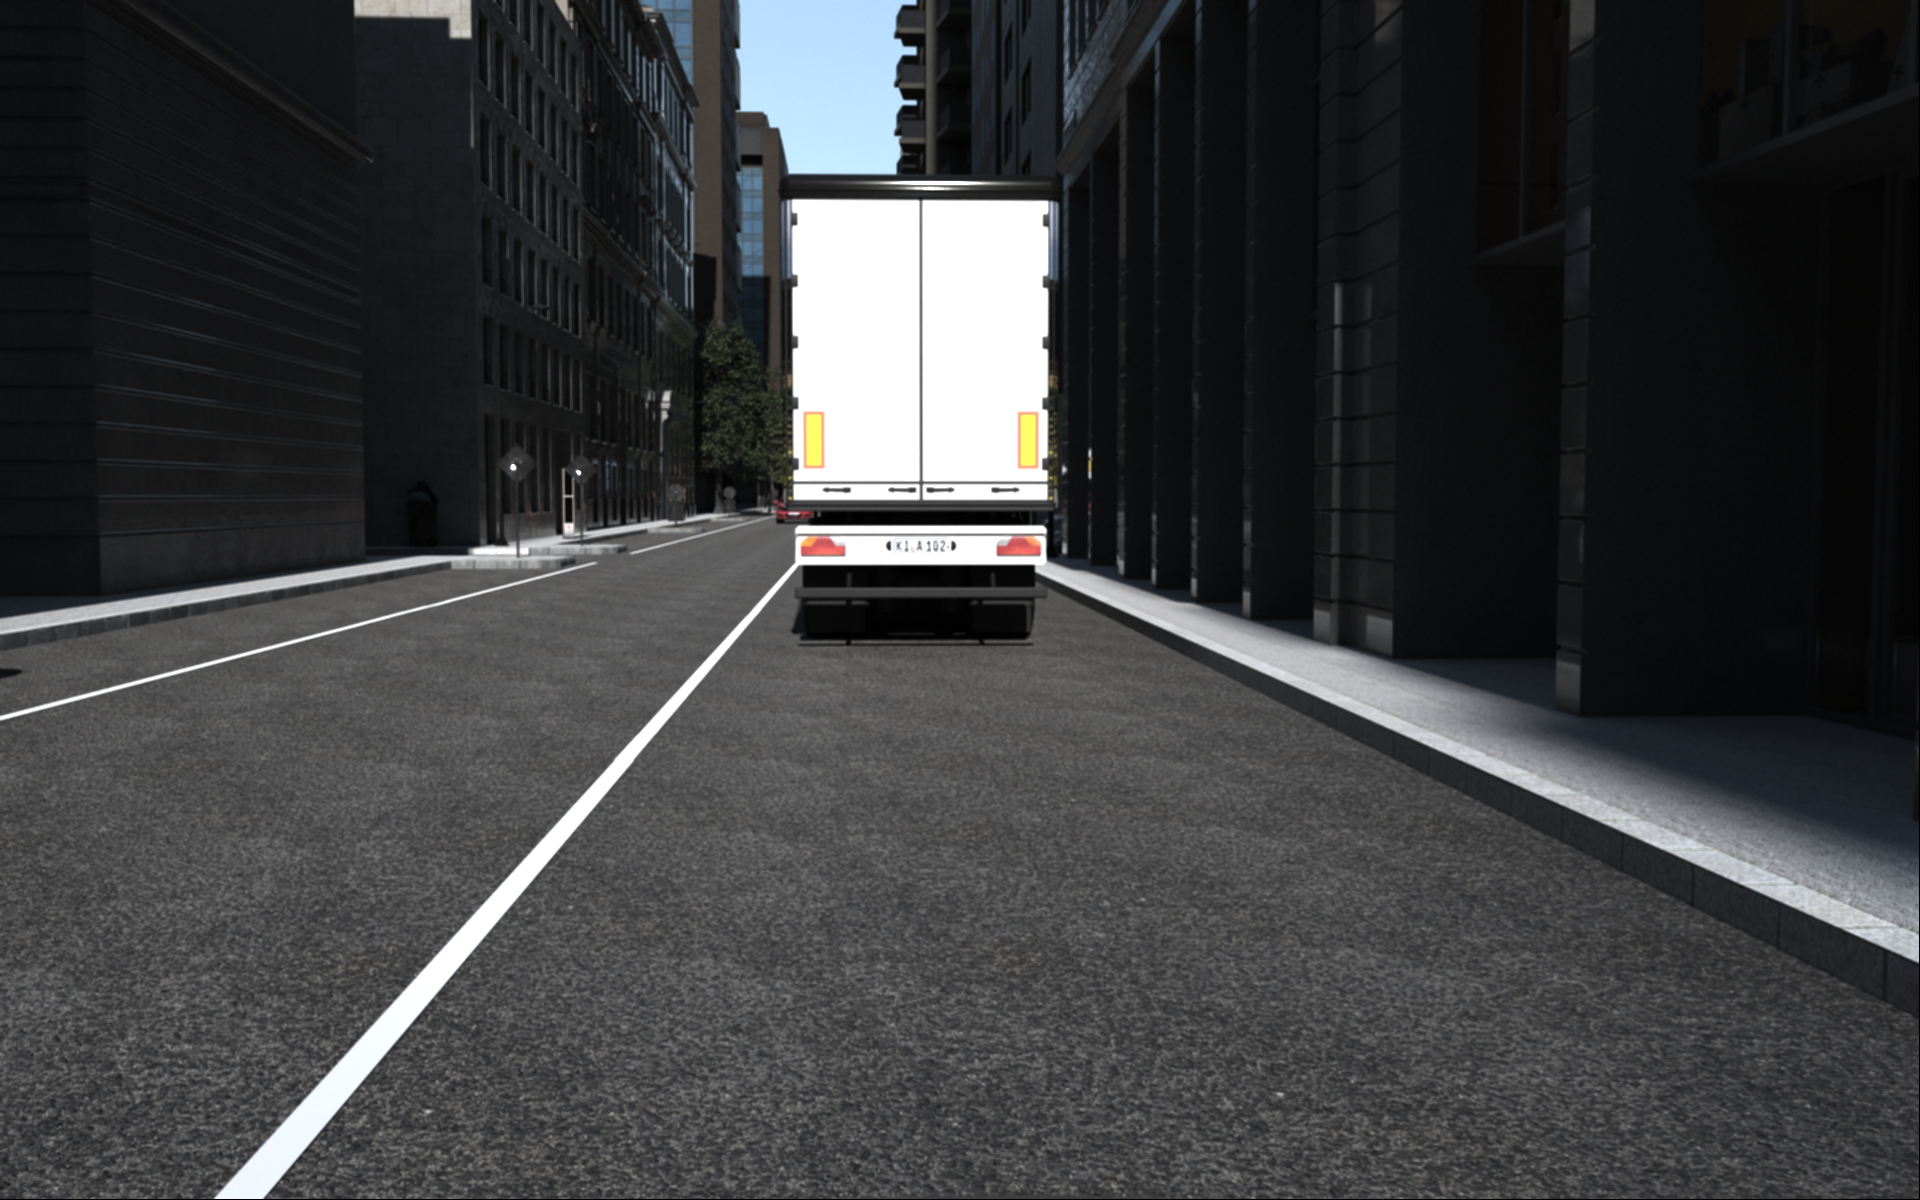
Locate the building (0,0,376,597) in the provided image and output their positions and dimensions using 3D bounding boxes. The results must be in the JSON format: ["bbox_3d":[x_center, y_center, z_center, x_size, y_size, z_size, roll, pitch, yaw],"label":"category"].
[{"bbox_3d":[-22.642,-11.280,26.231,24.055,21.916,13.314,0,4,-3],"label":"building"}]

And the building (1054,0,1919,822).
[{"bbox_3d":[8.311,-14.835,20.042,11.434,29.767,29.804,0,4,-3],"label":"building"}]

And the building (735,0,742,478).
[{"bbox_3d":[-32.323,-33.906,143.605,28.713,52.752,27.495,0,4,-3],"label":"building"}]

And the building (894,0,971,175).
[{"bbox_3d":[7.253,-27.471,103.778,22.147,44.769,28.867,0,4,-3],"label":"building"}]

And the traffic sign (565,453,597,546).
[{"bbox_3d":[-9.306,-2.381,42.569,0.795,2.450,0.064,0,4,-3],"label":"traffic sign"}]

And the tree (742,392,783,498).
[{"bbox_3d":[-21.230,-16.791,192.655,7.486,12.596,7.792,0,3,0],"label":"tree"}]

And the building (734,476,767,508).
[{"bbox_3d":[-35.629,-29.230,169.790,32.217,40.220,23.993,0,4,-3],"label":"building"}]

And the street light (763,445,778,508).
[{"bbox_3d":[-17.878,-11.693,163.715,1.470,5.913,1.316,0,4,-3],"label":"street light"}]

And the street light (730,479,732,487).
[{"bbox_3d":[-15.236,-8.971,119.211,1.470,5.913,1.316,0,4,-3],"label":"street light"}]

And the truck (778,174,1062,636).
[{"bbox_3d":[-0.527,-1.952,20.827,2.839,4.237,11.283,0,4,-2],"label":"truck"}]

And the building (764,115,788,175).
[{"bbox_3d":[-33.220,-36.741,224.420,21.300,48.544,21.600,0,4,-3],"label":"building"}]

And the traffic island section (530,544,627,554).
[{"bbox_3d":[-9.329,-1.245,42.630,2.009,0.180,2.903,0,4,-3],"label":"traffic island section"}]

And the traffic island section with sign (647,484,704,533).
[{"bbox_3d":[-10.659,-3.456,65.129,1.989,1.847,2.006,0,4,-3],"label":"traffic island section with sign"}]

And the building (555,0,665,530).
[{"bbox_3d":[-19.656,-16.744,71.028,12.463,27.353,25.104,0,4,-3],"label":"building"}]

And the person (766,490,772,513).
[{"bbox_3d":[-14.359,-7.371,129.731,0.721,1.735,1.217,0,4,2],"label":"person"}]

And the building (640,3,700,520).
[{"bbox_3d":[-21.544,-18.812,93.483,13.634,28.700,20.117,0,4,-3],"label":"building"}]

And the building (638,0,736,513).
[{"bbox_3d":[-23.375,-28.954,123.508,14.600,45.320,14.200,0,4,-3],"label":"building"}]

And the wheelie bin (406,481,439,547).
[{"bbox_3d":[-13.014,-2.079,41.892,0.693,1.594,0.980,-2,4,-32],"label":"wheelie bin"}]

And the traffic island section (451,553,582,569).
[{"bbox_3d":[-8.864,-0.757,34.658,2.009,0.180,2.903,0,4,-3],"label":"traffic island section"}]

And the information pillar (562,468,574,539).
[{"bbox_3d":[-11.229,-2.759,49.609,0.304,2.012,0.304,-1,4,-20],"label":"information pillar"}]

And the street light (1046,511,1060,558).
[{"bbox_3d":[1.297,-3.810,34.830,1.470,5.913,1.316,0,4,-3],"label":"street light"}]

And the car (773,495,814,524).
[{"bbox_3d":[-8.124,-4.684,85.625,2.155,1.783,4.494,0,4,-3],"label":"car"}]

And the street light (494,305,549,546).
[{"bbox_3d":[-10.791,-4.290,42.678,1.470,5.913,1.316,0,4,-3],"label":"street light"}]

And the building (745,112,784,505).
[{"bbox_3d":[-28.108,-34.056,206.919,14.600,45.320,14.200,0,4,-3],"label":"building"}]

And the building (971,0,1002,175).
[{"bbox_3d":[7.821,-25.779,71.603,14.600,45.320,14.200,0,4,-3],"label":"building"}]

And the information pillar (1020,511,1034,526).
[{"bbox_3d":[1.636,-2.317,42.369,0.304,2.012,0.304,1,4,16],"label":"information pillar"}]

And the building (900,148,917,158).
[{"bbox_3d":[3.432,-36.651,218.846,23.786,49.044,30.456,0,4,-3],"label":"building"}]

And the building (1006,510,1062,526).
[{"bbox_3d":[12.206,-37.423,50.112,20.611,71.187,20.563,0,4,-3],"label":"building"}]

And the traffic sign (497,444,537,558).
[{"bbox_3d":[-8.841,-1.893,34.598,0.795,2.450,0.064,0,4,-3],"label":"traffic sign"}]

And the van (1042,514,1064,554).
[{"bbox_3d":[3.802,-1.920,38.411,4.112,2.044,2.013,0,4,-2],"label":"van"}]

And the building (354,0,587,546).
[{"bbox_3d":[-17.492,-11.949,50.115,10.420,20.320,16.860,0,4,-3],"label":"building"}]

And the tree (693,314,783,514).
[{"bbox_3d":[-15.377,-11.832,110.456,9.611,12.733,9.660,0,3,0],"label":"tree"}]

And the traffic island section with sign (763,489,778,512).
[{"bbox_3d":[-15.133,-8.141,141.740,1.989,1.847,2.006,0,4,-3],"label":"traffic island section with sign"}]

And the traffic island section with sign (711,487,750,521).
[{"bbox_3d":[-12.246,-5.124,92.405,1.989,1.847,2.006,0,4,-3],"label":"traffic island section with sign"}]

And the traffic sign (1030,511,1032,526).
[{"bbox_3d":[1.437,-1.929,35.175,0.795,2.450,0.064,0,4,-3],"label":"traffic sign"}]

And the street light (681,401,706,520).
[{"bbox_3d":[-13.287,-6.946,86.107,1.470,5.913,1.316,0,4,-3],"label":"street light"}]
